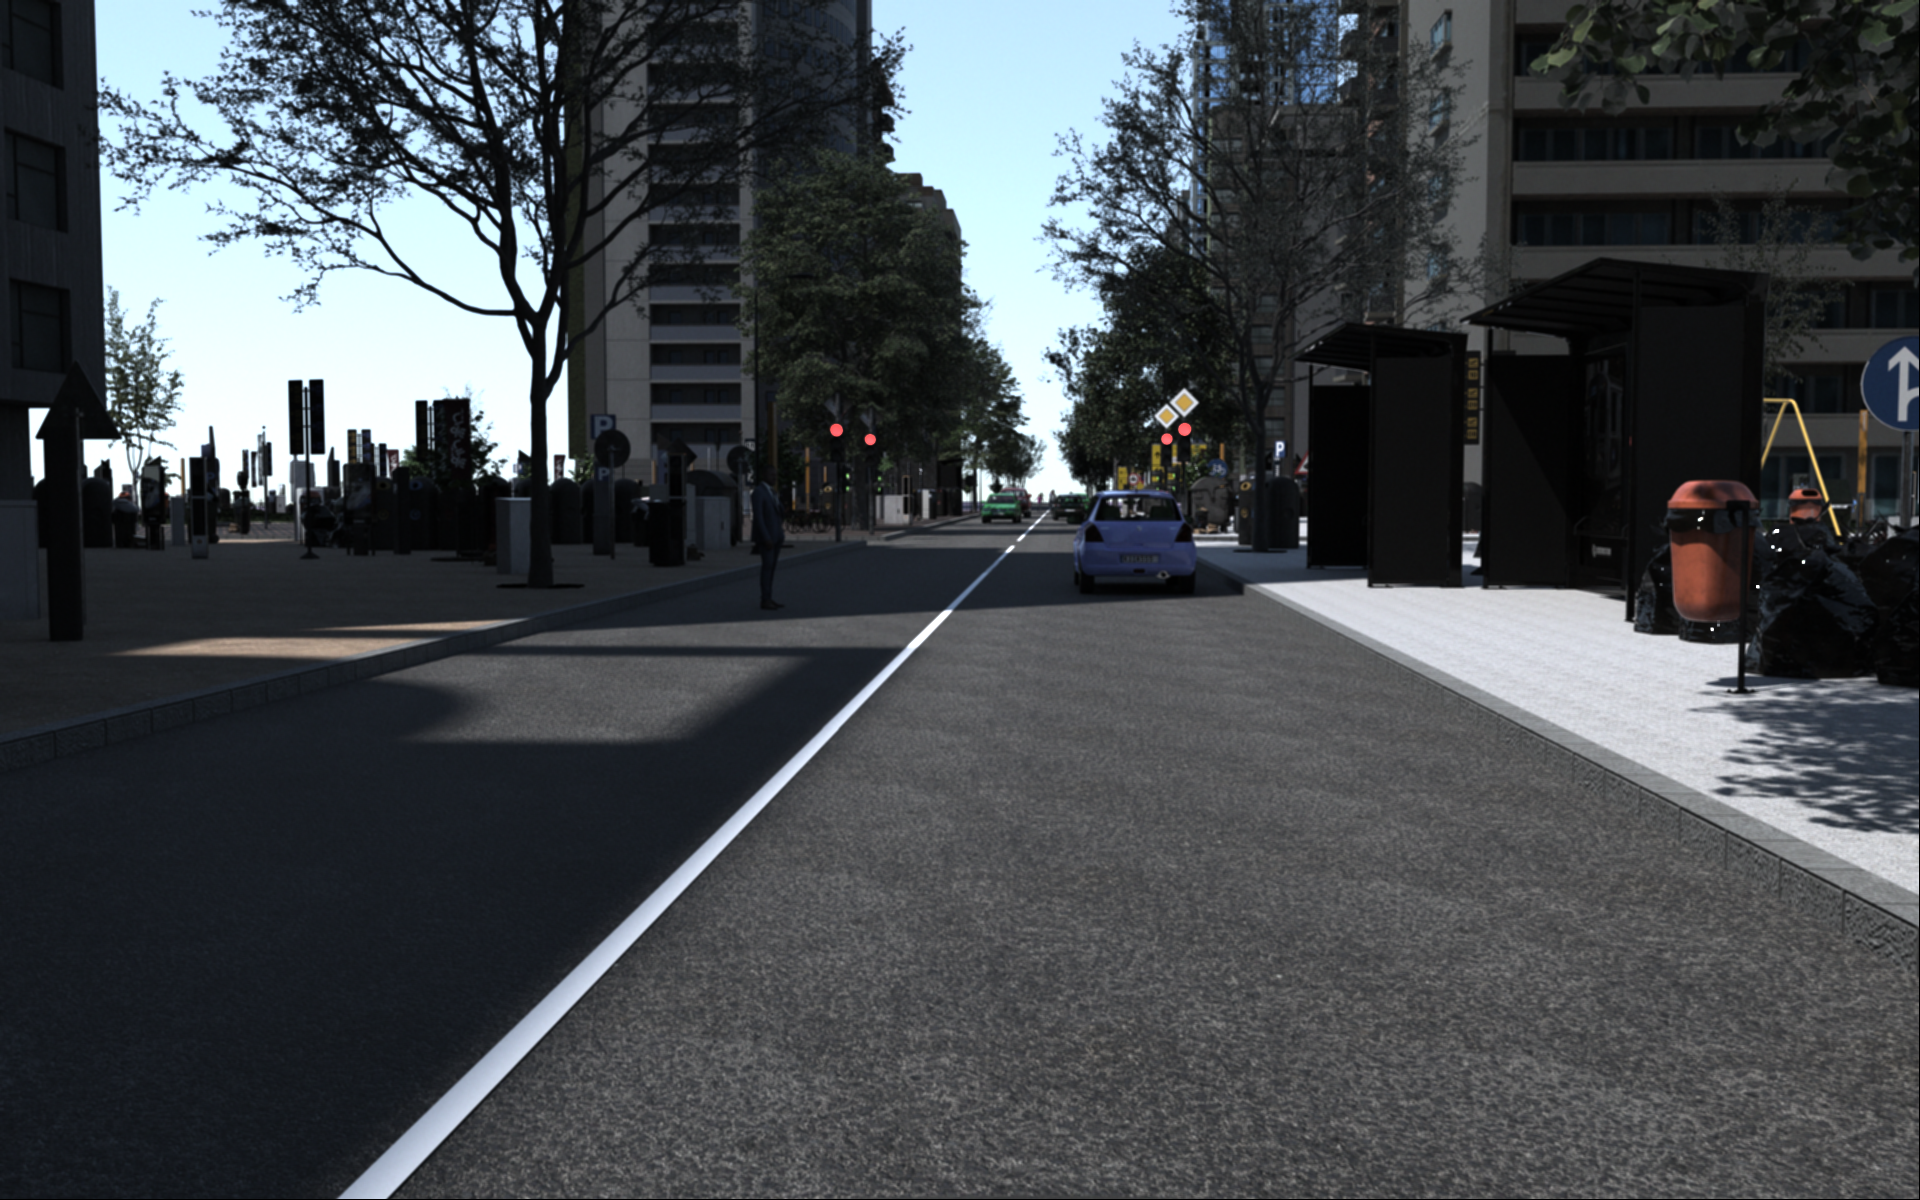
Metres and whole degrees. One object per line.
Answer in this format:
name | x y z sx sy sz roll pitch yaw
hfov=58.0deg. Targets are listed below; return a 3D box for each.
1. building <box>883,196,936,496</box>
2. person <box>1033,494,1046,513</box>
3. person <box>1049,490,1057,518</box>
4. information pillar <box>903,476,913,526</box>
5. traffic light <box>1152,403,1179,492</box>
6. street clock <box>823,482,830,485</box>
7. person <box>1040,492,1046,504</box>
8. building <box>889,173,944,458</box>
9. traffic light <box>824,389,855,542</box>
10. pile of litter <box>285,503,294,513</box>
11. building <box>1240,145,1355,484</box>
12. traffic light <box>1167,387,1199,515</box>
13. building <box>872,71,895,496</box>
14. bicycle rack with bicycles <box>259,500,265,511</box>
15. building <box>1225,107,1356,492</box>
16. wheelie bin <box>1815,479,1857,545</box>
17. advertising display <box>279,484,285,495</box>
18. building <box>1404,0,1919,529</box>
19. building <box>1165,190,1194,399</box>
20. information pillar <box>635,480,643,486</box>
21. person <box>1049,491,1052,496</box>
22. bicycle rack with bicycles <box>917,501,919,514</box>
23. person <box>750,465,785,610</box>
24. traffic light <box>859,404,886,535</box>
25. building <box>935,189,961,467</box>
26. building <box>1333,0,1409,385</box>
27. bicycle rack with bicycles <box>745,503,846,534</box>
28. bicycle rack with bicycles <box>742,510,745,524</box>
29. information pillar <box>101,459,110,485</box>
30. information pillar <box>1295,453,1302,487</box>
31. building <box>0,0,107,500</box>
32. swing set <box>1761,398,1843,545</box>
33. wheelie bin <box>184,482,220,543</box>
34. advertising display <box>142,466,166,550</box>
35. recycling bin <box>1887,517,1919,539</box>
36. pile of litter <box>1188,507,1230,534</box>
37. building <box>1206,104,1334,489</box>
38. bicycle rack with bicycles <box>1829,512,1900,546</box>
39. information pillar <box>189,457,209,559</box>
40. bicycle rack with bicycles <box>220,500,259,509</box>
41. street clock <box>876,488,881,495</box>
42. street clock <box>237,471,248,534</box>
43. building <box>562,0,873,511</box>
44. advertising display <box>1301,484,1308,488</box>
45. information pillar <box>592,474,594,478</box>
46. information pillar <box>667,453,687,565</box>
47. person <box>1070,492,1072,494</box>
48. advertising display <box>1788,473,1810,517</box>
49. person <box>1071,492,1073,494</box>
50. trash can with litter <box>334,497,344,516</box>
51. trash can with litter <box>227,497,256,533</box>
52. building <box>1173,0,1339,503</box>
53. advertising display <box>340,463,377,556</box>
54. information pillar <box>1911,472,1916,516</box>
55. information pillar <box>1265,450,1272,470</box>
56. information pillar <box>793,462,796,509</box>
building | -10.725 -33.506 231.416 14.154 41.232 14.086 0 4 3
person | 6.135 -7.483 134.072 0.991 1.433 0.599 1 4 10
person | 5.600 -5.789 104.158 0.512 1.701 0.522 1 4 18
information pillar | -2.134 -4.048 70.683 0.304 2.012 0.304 2 4 27
traffic light | 6.384 -3.968 53.791 0.839 4.253 0.868 0 4 3
street clock | -7.973 -6.022 103.030 0.471 2.002 0.358 -3 4 -36
person | 11.779 -14.755 250.463 1.217 1.735 0.721 0 4 7
building | -10.148 -36.409 245.399 14.600 45.320 14.200 0 4 3
traffic light | -3.245 -3.513 46.358 0.839 4.253 0.868 0 4 3
pile of litter | -32.193 -4.197 82.583 1.176 0.858 1.719 1 4 21
building | 30.854 -22.994 147.659 14.160 30.474 14.107 0 4 3
traffic light | 5.900 -3.480 45.821 0.839 4.253 0.868 0 4 3
building | -18.198 -31.749 173.721 22.147 44.769 28.867 0 4 3
bicycle rack with bicycles | -52.608 -7.229 131.583 2.925 0.926 2.852 -2 4 -35
building | 41.369 -28.984 165.775 32.217 40.220 23.993 0 4 3
wheelie bin | 18.363 -1.754 36.586 0.980 1.594 0.693 0 4 6
advertising display | -44.246 -6.595 113.041 0.123 1.923 0.974 -3 4 -37
building | 29.986 -27.373 71.247 21.600 48.544 21.300 0 4 3
building | 43.235 -39.837 270.941 23.786 49.044 30.456 0 4 3
information pillar | -16.692 -5.235 90.092 0.304 2.012 0.304 -3 5 -41
person | 12.423 -13.861 234.993 0.709 1.838 0.599 -2 4 -31
bicycle rack with bicycles | -1.876 -5.757 107.507 2.852 0.926 2.925 1 4 9
person | -2.420 -0.801 21.785 0.419 1.800 0.721 1 4 9
traffic light | -2.762 -4.000 54.328 0.839 4.253 0.868 0 4 3
building | -11.033 -40.022 278.064 21.300 48.544 21.600 0 4 3
building | 35.514 -27.731 108.032 22.147 44.769 28.867 0 4 3
bicycle rack with bicycles | -5.080 -2.709 57.679 2.925 0.926 2.852 -3 4 -36
bicycle rack with bicycles | -7.753 -3.678 73.521 2.852 0.926 2.925 3 4 36
information pillar | -56.844 -7.575 115.202 0.504 3.616 0.183 -3 5 -43
information pillar | 19.311 -6.579 98.919 0.504 3.616 0.183 -3 5 -41
building | -23.027 -15.666 27.842 14.107 30.474 14.160 0 4 3
swing set | 12.438 -1.870 28.191 3.119 2.851 2.862 -1 4 -18
wheelie bin | -19.707 -2.269 45.008 0.980 1.594 0.693 2 4 32
advertising display | -18.485 -2.111 39.723 0.974 1.923 0.123 3 5 43
recycling bin | 10.833 -0.408 19.221 0.722 1.027 0.722 -1 4 -16
pile of litter | 7.879 -2.572 56.017 1.719 0.858 1.176 1 4 15
building | 33.275 -30.684 185.272 14.154 41.232 14.086 0 4 3
bicycle rack with bicycles | 17.889 -1.230 33.486 2.925 0.926 2.852 -1 4 -12
information pillar | -15.155 -1.835 34.487 0.304 2.012 0.304 -1 4 -21
bicycle rack with bicycles | -48.631 -6.196 114.688 2.852 0.926 2.925 3 5 44
street clock | -4.952 -6.171 105.462 0.358 2.002 0.471 1 4 20
street clock | -22.765 -3.085 55.007 0.358 2.002 0.471 -3 4 -37
building | -19.304 -36.869 144.811 21.231 58.520 28.212 0 4 3
advertising display | 22.867 -6.689 114.572 0.974 1.923 0.123 -1 4 -23
information pillar | -13.170 -3.580 63.020 0.304 2.012 0.304 1 4 21
information pillar | -5.125 -1.644 31.378 0.304 2.012 0.304 0 4 -1
person | 16.065 -14.801 251.169 0.621 1.740 0.551 -2 4 -34
advertising display | 26.104 -2.978 53.899 0.974 1.923 0.123 -2 4 -35
person | 16.936 -15.495 262.624 1.217 1.735 0.721 -2 4 -24
trash can with litter | -23.747 -3.364 66.393 0.624 1.170 1.055 0 4 6
trash can with litter | -24.115 -2.855 58.069 0.624 1.170 1.055 0 4 1
building | 40.448 -56.664 239.129 22.319 86.520 31.000 0 4 3
advertising display | -12.549 -1.897 36.232 0.974 1.923 0.123 2 4 35
information pillar | 31.324 -3.220 57.135 0.304 2.012 0.304 2 4 25
information pillar | 16.402 -6.173 92.282 0.504 3.616 0.183 -2 4 -24
information pillar | -9.954 -6.900 104.172 0.183 3.616 0.504 1 4 10
